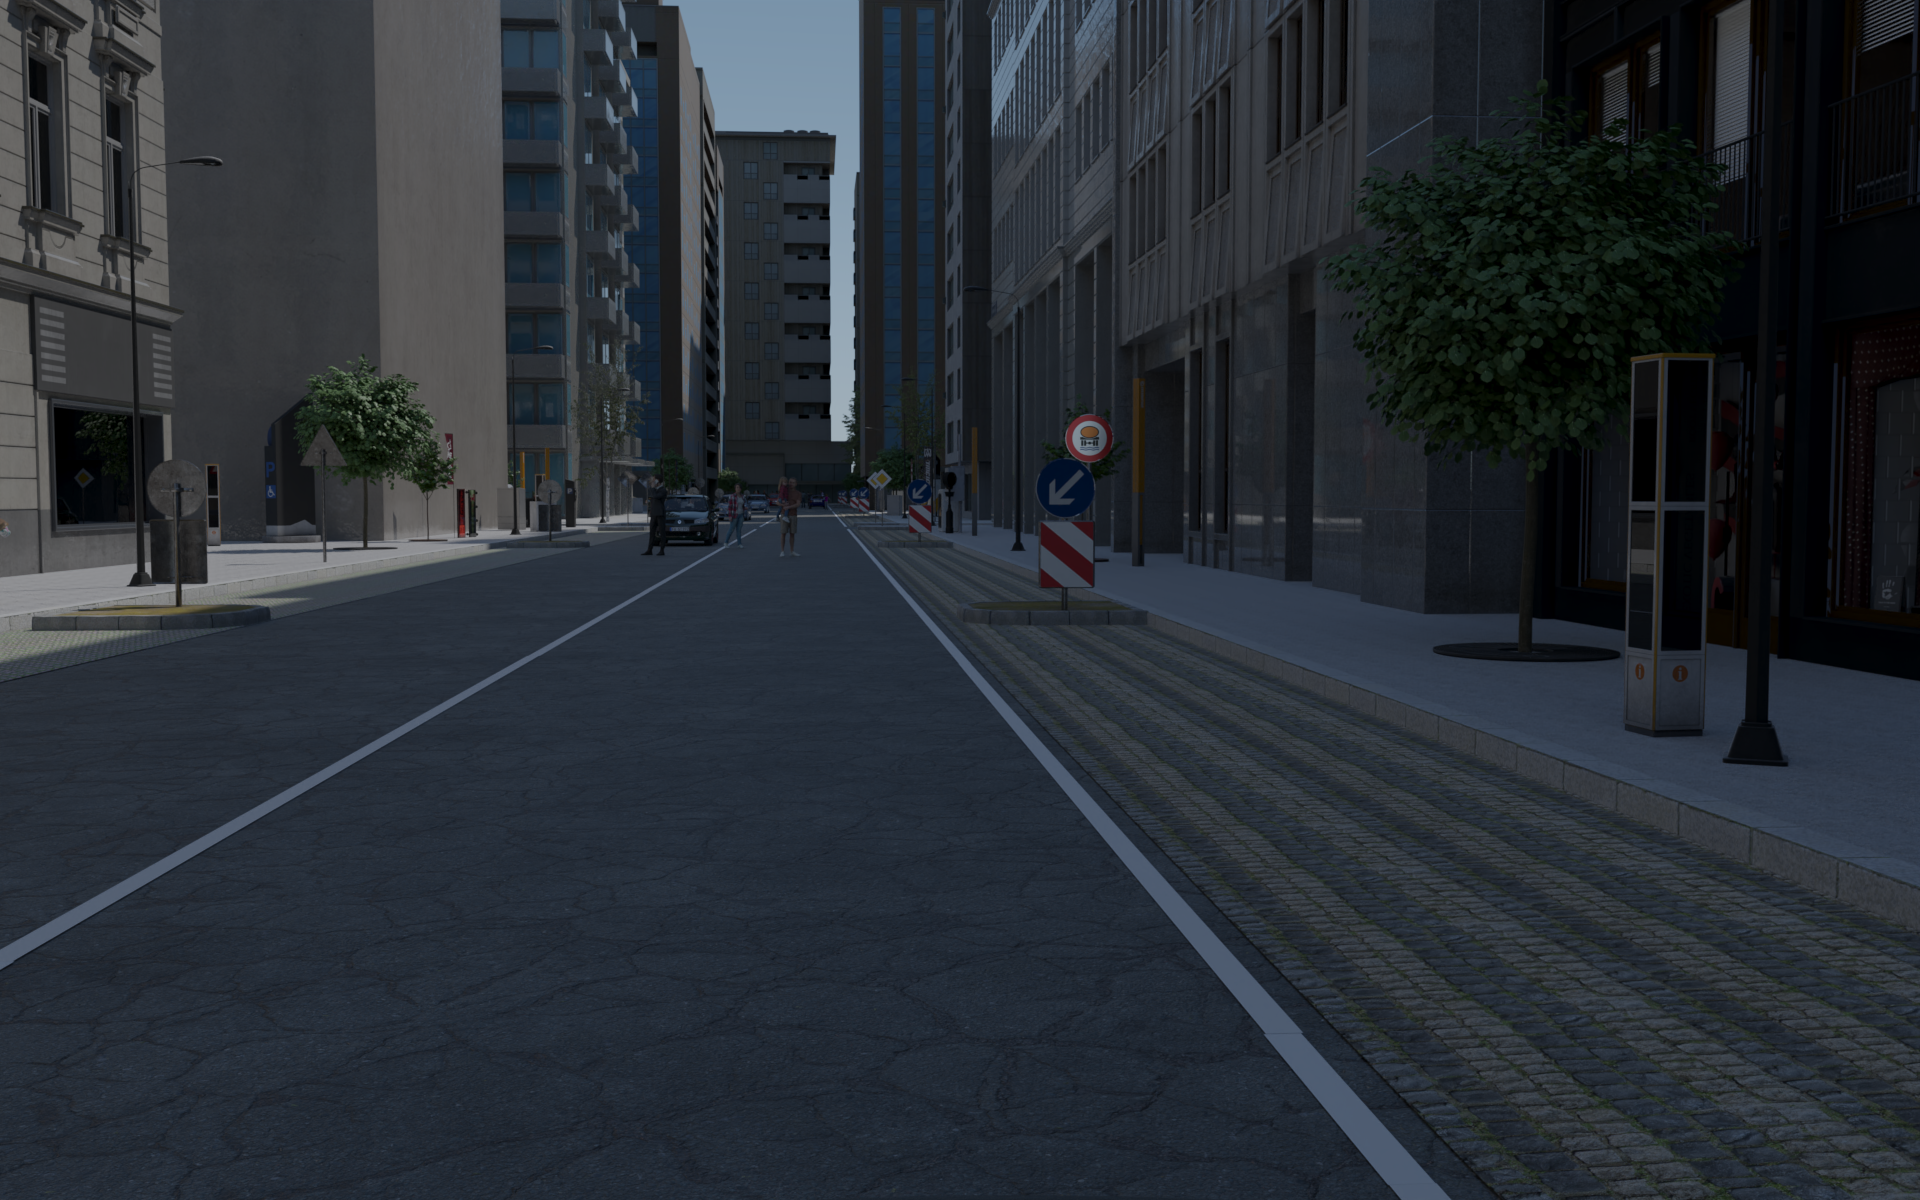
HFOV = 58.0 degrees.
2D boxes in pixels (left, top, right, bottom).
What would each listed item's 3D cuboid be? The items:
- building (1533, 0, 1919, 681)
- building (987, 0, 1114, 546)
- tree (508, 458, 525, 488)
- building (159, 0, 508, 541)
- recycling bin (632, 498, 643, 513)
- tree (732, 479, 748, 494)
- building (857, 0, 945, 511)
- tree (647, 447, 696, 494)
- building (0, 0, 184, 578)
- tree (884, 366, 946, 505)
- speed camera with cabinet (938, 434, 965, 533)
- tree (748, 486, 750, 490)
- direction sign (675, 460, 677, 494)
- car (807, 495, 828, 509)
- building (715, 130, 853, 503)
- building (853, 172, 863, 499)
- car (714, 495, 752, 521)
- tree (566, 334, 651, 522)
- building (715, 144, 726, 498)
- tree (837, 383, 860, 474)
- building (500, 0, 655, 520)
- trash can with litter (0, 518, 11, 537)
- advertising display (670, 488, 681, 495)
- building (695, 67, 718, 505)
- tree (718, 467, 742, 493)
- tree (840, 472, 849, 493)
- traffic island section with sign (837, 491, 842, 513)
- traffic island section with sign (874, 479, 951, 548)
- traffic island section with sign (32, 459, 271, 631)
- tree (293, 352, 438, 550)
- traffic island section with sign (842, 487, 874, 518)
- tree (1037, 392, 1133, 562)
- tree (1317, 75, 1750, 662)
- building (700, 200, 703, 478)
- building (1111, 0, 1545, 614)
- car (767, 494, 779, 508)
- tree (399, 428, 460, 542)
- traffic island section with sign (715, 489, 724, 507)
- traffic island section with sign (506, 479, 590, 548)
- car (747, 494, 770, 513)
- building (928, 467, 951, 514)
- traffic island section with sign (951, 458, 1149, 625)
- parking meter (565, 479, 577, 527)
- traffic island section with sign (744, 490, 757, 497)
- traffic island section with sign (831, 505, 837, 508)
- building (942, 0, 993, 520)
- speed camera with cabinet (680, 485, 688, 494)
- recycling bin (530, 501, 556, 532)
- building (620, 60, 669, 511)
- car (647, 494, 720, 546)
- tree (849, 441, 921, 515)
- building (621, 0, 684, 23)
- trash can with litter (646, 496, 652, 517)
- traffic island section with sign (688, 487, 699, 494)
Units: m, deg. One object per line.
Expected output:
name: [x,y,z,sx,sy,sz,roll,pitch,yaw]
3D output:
building: [12.708,-11.022,9.885,12.332,23.373,15.834,0,4,-5]
building: [7.799,-16.830,52.670,11.434,29.767,29.804,0,4,-5]
tree: [-20.717,-5.112,78.185,1.663,3.219,1.824,0,3,0]
building: [-33.492,-15.306,54.762,34.151,26.468,19.350,0,4,-5]
recycling bin: [-21.683,-6.311,115.732,0.722,1.027,0.722,-3,5,-44]
tree: [-28.186,-13.753,219.462,1.663,3.219,1.824,0,3,0]
building: [-1.075,-30.014,140.836,14.600,45.320,14.200,0,4,-5]
tree: [-20.056,-8.344,120.142,4.285,4.588,4.351,0,3,0]
building: [-21.605,-14.482,13.197,17.030,29.872,44.131,0,4,-5]
tree: [-2.169,-9.169,100.273,4.737,8.622,4.395,0,3,0]
speed camera with cabinet: [-0.306,-3.893,57.984,0.660,3.252,2.038,-1,4,-10]
tree: [-28.213,-14.166,226.215,1.663,3.219,1.824,0,3,0]
direction sign: [-18.807,-7.511,114.794,0.379,3.537,0.876,0,4,0]
car: [-13.781,-9.484,167.651,1.945,1.354,3.894,0,4,-6]
building: [-29.472,-40.378,249.419,27.495,52.752,28.713,0,4,-5]
building: [-4.487,-38.190,248.106,21.600,48.544,21.300,0,4,-5]
car: [-12.291,-5.020,94.078,2.014,1.417,4.499,0,4,-3]
tree: [-16.330,-7.934,80.076,4.360,8.622,3.978,0,3,0]
building: [-36.928,-34.636,216.405,14.200,45.320,14.600,0,4,-5]
tree: [-7.660,-14.715,158.720,7.486,12.596,7.792,0,3,0]
building: [-30.255,-29.239,97.660,23.786,49.044,30.456,0,4,-5]
trash can with litter: [-11.055,-0.495,19.484,0.624,1.170,1.055,-2,4,-26]
advertising display: [-21.240,-7.578,129.115,0.974,1.923,0.123,1,4,14]
building: [-37.882,-34.549,188.575,21.300,48.544,21.600,0,4,-5]
tree: [-27.811,-13.688,207.511,4.285,4.588,4.351,0,3,0]
tree: [-9.608,-11.629,173.848,4.285,4.588,4.351,0,3,0]
traffic island section with sign: [-8.022,-7.382,129.323,1.989,1.847,2.006,0,4,-5]
traffic island section with sign: [-1.237,-2.333,46.770,1.989,1.847,2.006,0,4,-5]
traffic island section with sign: [-8.763,-0.637,19.038,1.989,1.847,2.006,0,4,-5]
tree: [-13.828,-3.452,40.162,4.285,4.588,4.351,0,3,0]
traffic island section with sign: [-5.797,-5.726,102.245,1.989,1.847,2.006,0,4,-5]
tree: [2.213,-2.347,32.980,1.663,3.219,1.824,0,3,0]
tree: [4.464,-1.836,13.735,4.285,4.588,4.351,0,3,0]
building: [-33.002,-31.868,171.146,14.600,45.320,14.200,0,4,-5]
building: [10.128,-12.849,28.100,12.078,24.808,19.932,0,4,-5]
car: [-19.276,-10.524,181.110,2.155,1.783,4.494,0,4,-4]
tree: [-14.305,-3.199,46.898,1.663,3.219,1.824,0,3,0]
traffic island section with sign: [-17.705,-7.293,127.866,1.989,1.847,2.006,0,4,-5]
traffic island section with sign: [-11.012,-2.315,46.485,1.989,1.847,2.006,0,4,-5]
car: [-15.177,-7.177,129.349,2.014,1.417,4.499,0,4,-3]
building: [14.329,-25.886,115.116,32.217,40.220,23.993,0,4,-5]
traffic island section with sign: [0.991,-0.679,19.733,1.989,1.847,2.006,0,4,-5]
parking meter: [-14.951,-3.722,66.572,0.399,1.863,0.255,0,4,1]
traffic island section with sign: [-21.833,-10.359,178.004,1.989,1.847,2.006,0,4,-5]
traffic island section with sign: [-12.110,-10.421,179.017,1.989,1.847,2.006,0,4,-5]
building: [6.611,-19.313,87.463,14.107,30.474,14.160,0,4,-5]
speed camera with cabinet: [-21.328,-8.515,133.563,0.660,3.252,2.038,1,4,16]
recycling bin: [-14.299,-2.867,59.428,0.722,1.027,0.722,-2,4,-32]
building: [-38.804,-26.950,132.506,32.217,40.220,23.993,0,4,-5]
car: [-7.800,-2.407,49.144,2.009,1.686,4.222,0,4,-5]
tree: [-4.281,-7.945,113.613,4.285,4.588,4.351,0,3,0]
building: [-31.697,-31.004,157.032,14.600,45.320,14.200,0,4,-5]
trash can with litter: [-17.174,-5.197,96.350,0.624,1.170,1.055,-1,4,-9]
traffic island section with sign: [-15.501,-5.650,101.001,1.989,1.847,2.006,0,4,-5]
